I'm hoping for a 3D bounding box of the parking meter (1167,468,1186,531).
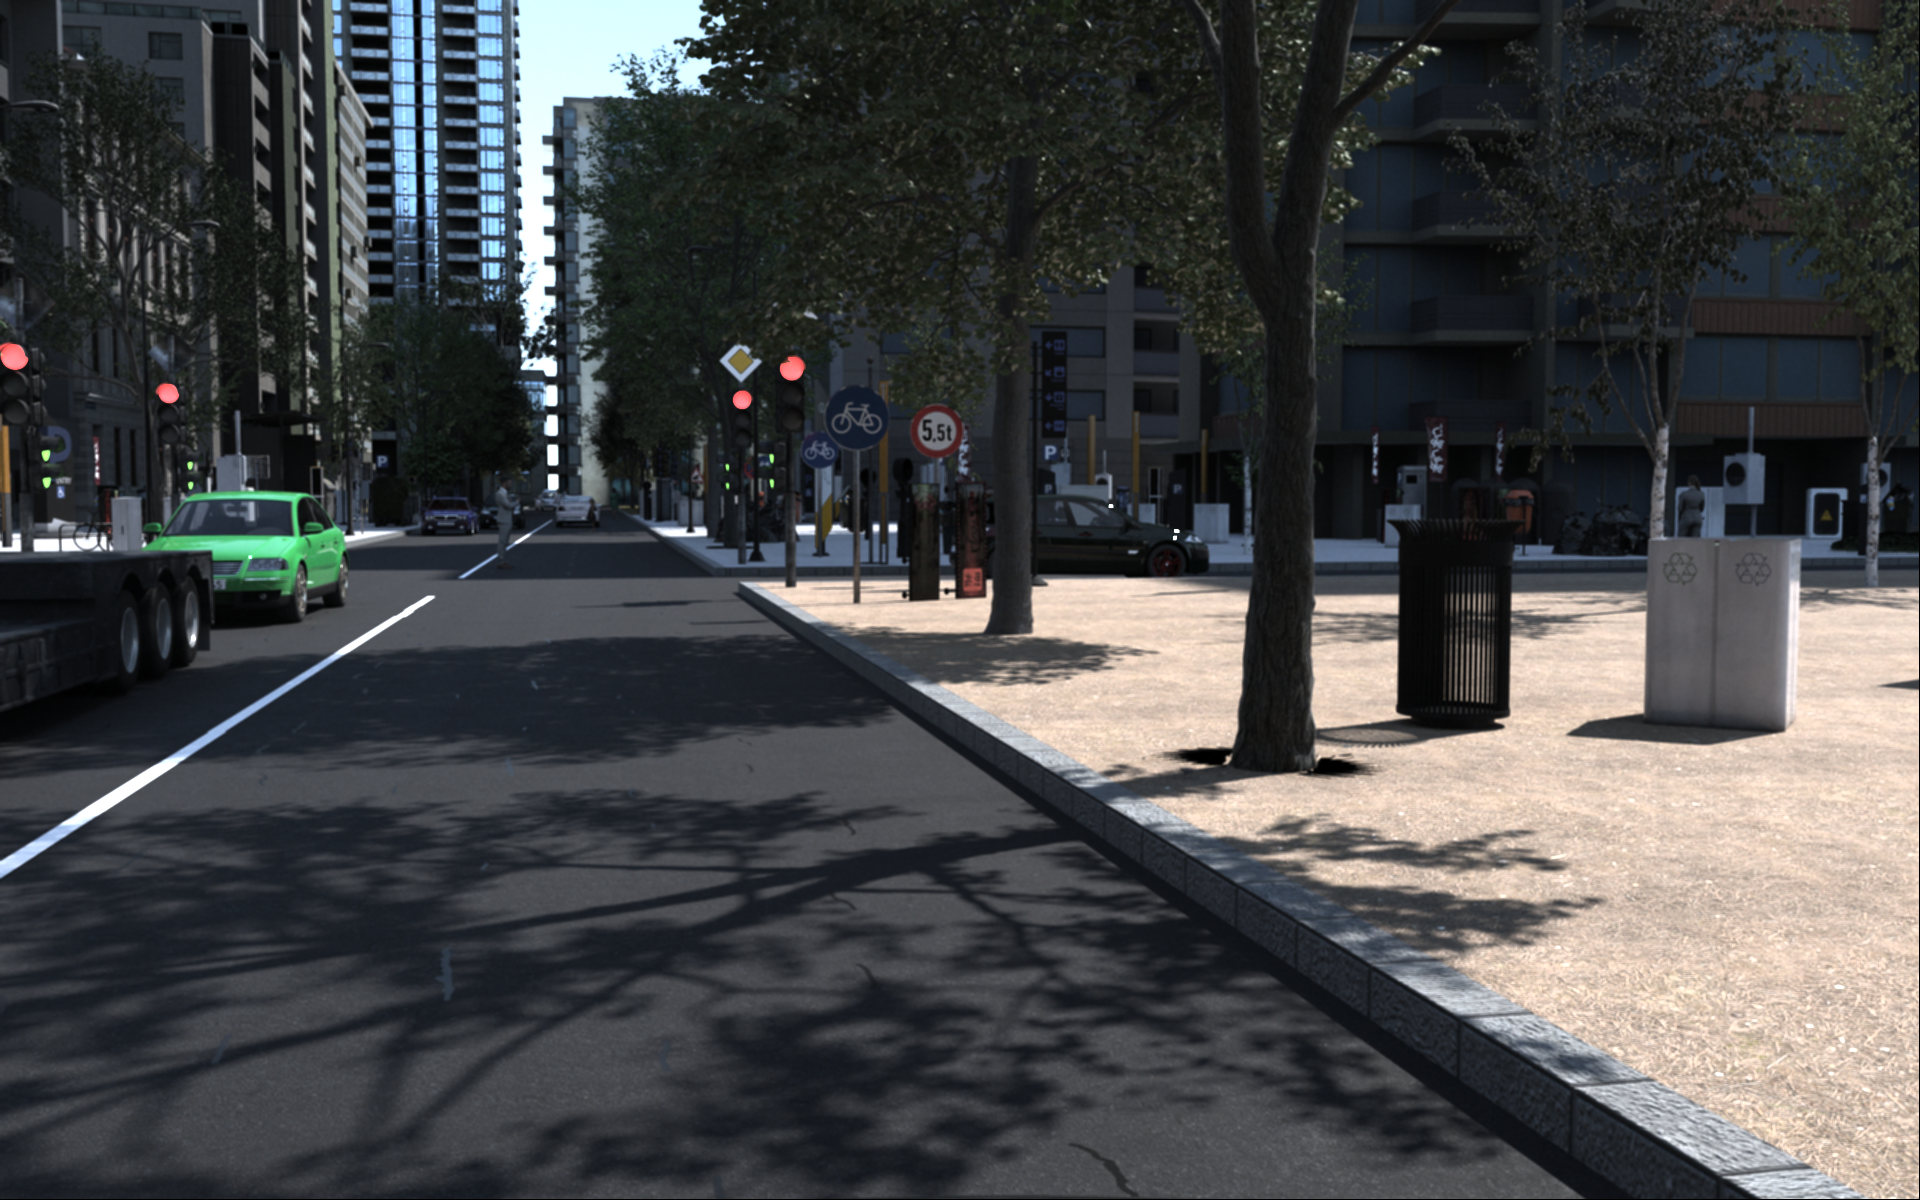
[{"bbox_3d":[4.901,-2.055,39.306,0.399,1.863,0.255,0,4,-1],"label":"parking meter"}]

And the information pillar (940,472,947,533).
[{"bbox_3d":[-0.624,-3.225,57.219,0.304,2.012,0.304,-1,4,-20],"label":"information pillar"}]

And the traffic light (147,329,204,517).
[{"bbox_3d":[-13.408,-2.487,29.591,0.839,4.253,0.868,-1,4,-12],"label":"traffic light"}]

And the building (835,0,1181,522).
[{"bbox_3d":[1.963,-33.781,94.323,21.231,58.520,28.212,-1,4,-12],"label":"building"}]

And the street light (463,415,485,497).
[{"bbox_3d":[-28.483,-7.878,101.351,1.470,5.913,1.316,-1,4,-12],"label":"street light"}]

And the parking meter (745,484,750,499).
[{"bbox_3d":[-12.159,-5.709,99.056,0.255,1.863,0.399,-1,4,-9],"label":"parking meter"}]

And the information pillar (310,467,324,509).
[{"bbox_3d":[-17.348,-2.586,46.774,0.304,2.012,0.304,-1,4,-15],"label":"information pillar"}]

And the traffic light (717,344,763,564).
[{"bbox_3d":[-4.008,-2.610,31.591,0.839,4.253,0.868,-1,4,-12],"label":"traffic light"}]

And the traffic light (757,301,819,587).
[{"bbox_3d":[-2.352,-2.132,23.779,0.839,4.253,0.868,-1,4,-12],"label":"traffic light"}]

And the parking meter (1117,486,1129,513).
[{"bbox_3d":[4.857,-2.642,51.603,0.372,1.533,0.369,0,3,0],"label":"parking meter"}]

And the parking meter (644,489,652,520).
[{"bbox_3d":[-15.421,-4.716,85.522,0.372,1.533,0.369,0,3,0],"label":"parking meter"}]

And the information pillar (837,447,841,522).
[{"bbox_3d":[-5.555,-5.349,78.810,0.183,3.616,0.504,2,4,25],"label":"information pillar"}]

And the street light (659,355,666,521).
[{"bbox_3d":[-9.437,-5.167,57.020,1.470,5.913,1.316,-1,4,-12],"label":"street light"}]

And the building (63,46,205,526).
[{"bbox_3d":[-41.595,-14.716,76.760,11.583,22.565,21.152,-1,4,-12],"label":"building"}]

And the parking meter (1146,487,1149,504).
[{"bbox_3d":[6.479,-3.064,58.515,0.372,1.533,0.369,0,3,0],"label":"parking meter"}]

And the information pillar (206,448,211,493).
[{"bbox_3d":[-37.356,-5.795,86.107,0.183,3.616,0.504,-1,4,-13],"label":"information pillar"}]

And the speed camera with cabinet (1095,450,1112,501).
[{"bbox_3d":[5.811,-5.138,78.345,2.038,3.252,0.660,1,4,18],"label":"speed camera with cabinet"}]

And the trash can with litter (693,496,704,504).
[{"bbox_3d":[-13.296,-4.577,86.220,1.055,1.170,0.624,-3,4,-38],"label":"trash can with litter"}]

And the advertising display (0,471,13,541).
[{"bbox_3d":[-26.145,-2.543,46.794,0.974,1.923,0.123,-3,4,-37],"label":"advertising display"}]

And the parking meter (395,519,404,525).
[{"bbox_3d":[-23.107,-3.849,71.341,0.372,1.533,0.369,0,3,0],"label":"parking meter"}]

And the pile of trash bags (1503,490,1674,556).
[{"bbox_3d":[13.087,-1.626,36.334,3.447,1.369,1.912,0,4,-6],"label":"pile of trash bags"}]

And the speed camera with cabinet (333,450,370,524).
[{"bbox_3d":[-26.400,-4.887,74.232,2.038,3.252,0.660,1,4,10],"label":"speed camera with cabinet"}]

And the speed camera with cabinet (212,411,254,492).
[{"bbox_3d":[-17.478,-2.901,41.760,0.660,3.252,2.038,-1,4,-14],"label":"speed camera with cabinet"}]

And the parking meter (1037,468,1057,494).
[{"bbox_3d":[1.957,-2.047,39.179,0.399,1.863,0.255,-1,4,-22],"label":"parking meter"}]

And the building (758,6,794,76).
[{"bbox_3d":[-6.949,-32.942,158.206,23.786,49.044,30.456,-1,4,-12],"label":"building"}]

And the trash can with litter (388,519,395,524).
[{"bbox_3d":[-23.883,-3.784,73.262,1.055,1.170,0.624,2,4,31],"label":"trash can with litter"}]

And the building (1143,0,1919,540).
[{"bbox_3d":[21.307,-24.748,59.259,28.867,44.769,22.147,-1,4,-12],"label":"building"}]

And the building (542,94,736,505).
[{"bbox_3d":[-34.685,-36.116,210.110,30.456,49.044,23.786,-1,4,-12],"label":"building"}]

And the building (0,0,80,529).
[{"bbox_3d":[-37.734,-14.150,50.411,14.314,24.678,30.058,-1,4,-12],"label":"building"}]

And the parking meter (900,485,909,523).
[{"bbox_3d":[-1.218,-1.970,40.625,0.372,1.533,0.369,0,3,0],"label":"parking meter"}]

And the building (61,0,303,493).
[{"bbox_3d":[-48.981,-20.447,106.012,14.160,30.474,14.107,-1,4,-12],"label":"building"}]

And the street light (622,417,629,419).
[{"bbox_3d":[-19.747,-8.106,105.079,1.470,5.913,1.316,-1,4,-12],"label":"street light"}]

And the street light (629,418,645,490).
[{"bbox_3d":[-14.621,-6.652,81.294,1.470,5.913,1.316,-1,4,-12],"label":"street light"}]

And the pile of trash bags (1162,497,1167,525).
[{"bbox_3d":[9.718,-3.842,72.570,3.447,1.369,1.912,2,4,28],"label":"pile of trash bags"}]

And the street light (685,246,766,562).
[{"bbox_3d":[-4.401,-3.678,32.678,1.470,5.913,1.316,-1,4,-12],"label":"street light"}]

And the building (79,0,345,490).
[{"bbox_3d":[-51.238,-26.666,119.589,14.154,41.232,14.086,-1,4,-12],"label":"building"}]

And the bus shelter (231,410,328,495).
[{"bbox_3d":[-20.054,-3.670,51.290,1.731,3.624,6.357,-1,4,-12],"label":"bus shelter"}]

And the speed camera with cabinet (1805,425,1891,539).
[{"bbox_3d":[25.106,-3.342,48.970,2.038,3.252,0.660,1,4,18],"label":"speed camera with cabinet"}]

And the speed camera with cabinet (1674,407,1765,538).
[{"bbox_3d":[17.504,-2.790,39.946,0.660,3.252,2.038,-2,4,-25],"label":"speed camera with cabinet"}]

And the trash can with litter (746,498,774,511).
[{"bbox_3d":[-6.080,-2.518,52.558,1.055,1.170,0.624,1,4,13],"label":"trash can with litter"}]

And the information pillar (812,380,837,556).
[{"bbox_3d":[-2.834,-2.720,35.825,0.183,3.616,0.504,2,4,33],"label":"information pillar"}]

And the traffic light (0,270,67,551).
[{"bbox_3d":[-11.752,-2.010,21.778,0.839,4.253,0.868,-1,4,-12],"label":"traffic light"}]

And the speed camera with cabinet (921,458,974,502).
[{"bbox_3d":[-0.161,-3.593,53.076,2.038,3.252,0.660,-1,4,-11],"label":"speed camera with cabinet"}]

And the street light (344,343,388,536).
[{"bbox_3d":[-18.285,-4.940,53.317,1.470,5.913,1.316,-1,4,-12],"label":"street light"}]

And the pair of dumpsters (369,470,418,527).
[{"bbox_3d":[-22.494,-4.053,68.765,1.574,2.255,4.437,-1,4,-12],"label":"pair of dumpsters"}]

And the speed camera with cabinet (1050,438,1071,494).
[{"bbox_3d":[2.936,-3.534,52.122,0.660,3.252,2.038,0,4,-1],"label":"speed camera with cabinet"}]

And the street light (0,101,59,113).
[{"bbox_3d":[-11.355,-2.935,20.531,1.470,5.913,1.316,-1,4,-12],"label":"street light"}]

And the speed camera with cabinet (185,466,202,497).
[{"bbox_3d":[-31.653,-4.823,73.197,2.038,3.252,0.660,-1,4,-21],"label":"speed camera with cabinet"}]

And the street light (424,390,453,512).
[{"bbox_3d":[-23.379,-6.423,77.562,1.470,5.913,1.316,-1,4,-12],"label":"street light"}]

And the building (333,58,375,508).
[{"bbox_3d":[-62.992,-27.810,146.569,23.993,40.220,32.217,-1,4,-12],"label":"building"}]

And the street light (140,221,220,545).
[{"bbox_3d":[-13.284,-3.484,29.507,1.470,5.913,1.316,-1,4,-12],"label":"street light"}]

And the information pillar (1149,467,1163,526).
[{"bbox_3d":[5.335,-2.617,47.281,0.304,2.012,0.304,1,4,22],"label":"information pillar"}]

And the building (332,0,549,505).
[{"bbox_3d":[-64.646,-54.402,202.140,31.000,86.520,22.319,-1,4,-12],"label":"building"}]

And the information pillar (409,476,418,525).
[{"bbox_3d":[-22.724,-4.128,71.988,0.304,2.012,0.304,0,4,1],"label":"information pillar"}]

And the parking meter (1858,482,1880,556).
[{"bbox_3d":[18.892,-1.687,35.992,0.372,1.533,0.369,0,3,0],"label":"parking meter"}]

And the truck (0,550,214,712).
[{"bbox_3d":[-5.663,-0.977,5.733,2.967,4.110,18.799,-1,4,-13],"label":"truck"}]

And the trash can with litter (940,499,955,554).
[{"bbox_3d":[0.017,-1.567,37.015,1.055,1.170,0.624,-3,5,-39],"label":"trash can with litter"}]

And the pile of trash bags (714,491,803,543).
[{"bbox_3d":[-5.189,-2.279,47.011,1.912,1.369,3.447,1,4,20],"label":"pile of trash bags"}]
